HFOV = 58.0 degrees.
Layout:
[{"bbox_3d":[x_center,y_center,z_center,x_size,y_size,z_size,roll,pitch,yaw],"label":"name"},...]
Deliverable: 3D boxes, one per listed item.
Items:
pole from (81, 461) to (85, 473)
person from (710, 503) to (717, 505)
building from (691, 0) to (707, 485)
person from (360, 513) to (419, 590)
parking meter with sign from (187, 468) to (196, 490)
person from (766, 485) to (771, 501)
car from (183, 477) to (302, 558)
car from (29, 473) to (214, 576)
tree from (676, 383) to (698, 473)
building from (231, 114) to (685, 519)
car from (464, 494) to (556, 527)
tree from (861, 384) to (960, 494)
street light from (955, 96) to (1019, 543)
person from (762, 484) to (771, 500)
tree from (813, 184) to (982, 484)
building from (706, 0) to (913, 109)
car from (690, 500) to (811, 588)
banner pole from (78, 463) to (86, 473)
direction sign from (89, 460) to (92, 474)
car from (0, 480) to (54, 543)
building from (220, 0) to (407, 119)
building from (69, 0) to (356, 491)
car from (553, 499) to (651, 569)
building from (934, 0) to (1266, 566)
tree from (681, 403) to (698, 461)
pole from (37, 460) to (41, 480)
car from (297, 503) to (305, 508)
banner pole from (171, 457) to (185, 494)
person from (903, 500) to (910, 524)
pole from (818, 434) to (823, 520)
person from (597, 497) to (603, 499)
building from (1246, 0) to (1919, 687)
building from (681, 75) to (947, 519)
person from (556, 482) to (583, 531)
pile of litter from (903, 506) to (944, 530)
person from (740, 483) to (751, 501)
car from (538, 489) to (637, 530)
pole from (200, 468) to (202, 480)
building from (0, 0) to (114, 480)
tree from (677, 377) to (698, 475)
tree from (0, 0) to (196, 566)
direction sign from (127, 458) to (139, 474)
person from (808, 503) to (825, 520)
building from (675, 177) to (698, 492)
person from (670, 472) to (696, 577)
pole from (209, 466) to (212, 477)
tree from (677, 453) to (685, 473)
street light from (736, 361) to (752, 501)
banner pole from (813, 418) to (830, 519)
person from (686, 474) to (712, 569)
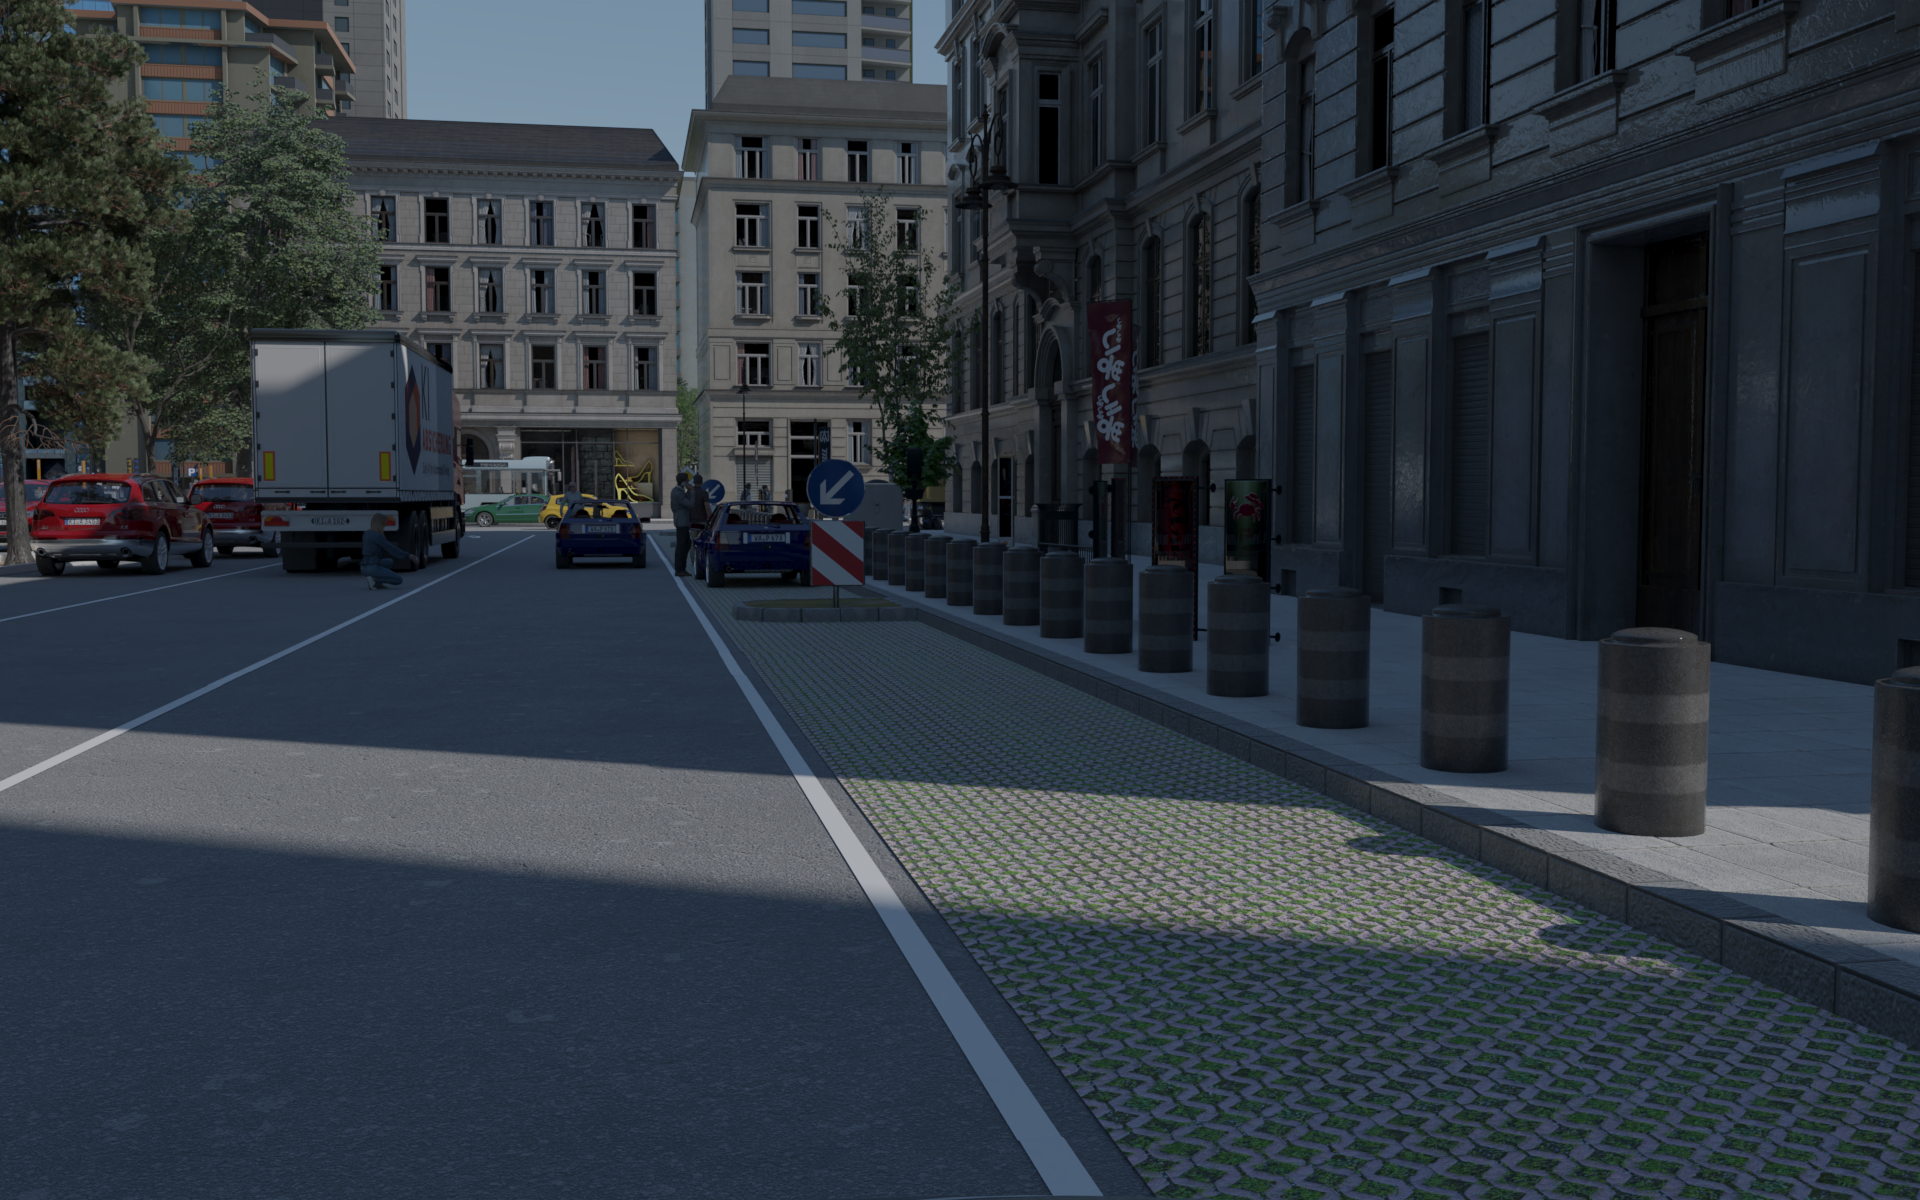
[{"bbox_3d":[-53.559,-6.851,105.859,0.158,3.312,0.155,0,3,0],"label":"pole"},{"bbox_3d":[-11.957,-4.353,82.900,0.697,1.427,0.421,-1,4,-10],"label":"person"},{"bbox_3d":[-21.279,-46.811,203.609,20.563,71.187,20.611,-1,4,-11],"label":"building"},{"bbox_3d":[-8.740,-0.745,26.187,0.738,1.151,1.012,-3,5,-41],"label":"person"},{"bbox_3d":[-51.475,-7.353,116.481,0.543,3.016,1.738,-1,4,-14],"label":"parking meter with sign"},{"bbox_3d":[-7.925,-3.787,70.643,0.641,1.798,0.478,-1,4,-16],"label":"person"},{"bbox_3d":[-16.589,-1.932,40.261,2.281,1.827,5.304,-1,4,-10],"label":"car"},{"bbox_3d":[-15.386,-1.428,32.029,2.281,1.827,5.304,-1,4,-9],"label":"car"},{"bbox_3d":[-25.209,-14.101,156.306,9.928,11.665,9.643,0,3,0],"label":"tree"},{"bbox_3d":[-34.847,-14.597,89.571,40.483,20.767,10.553,-1,4,-11],"label":"building"},{"bbox_3d":[-19.307,-3.920,75.885,4.920,1.459,2.131,-1,4,-13],"label":"car"},{"bbox_3d":[-0.739,-2.204,30.640,1.663,3.219,1.824,0,3,0],"label":"tree"},{"bbox_3d":[0.302,-2.929,20.682,0.468,5.910,1.993,-1,4,-11],"label":"street light"},{"bbox_3d":[-7.551,-3.580,67.220,0.473,1.802,0.592,0,4,3],"label":"person"},{"bbox_3d":[-1.561,-5.560,41.272,4.737,8.622,4.395,0,3,0],"label":"tree"},{"bbox_3d":[-15.572,-39.005,179.735,21.231,58.520,28.212,-1,4,-11],"label":"building"},{"bbox_3d":[-3.324,-0.934,27.851,1.945,1.354,3.894,-1,4,-13],"label":"car"},{"bbox_3d":[-65.694,-8.548,129.770,0.401,3.779,0.863,1,4,21],"label":"banner pole"},{"bbox_3d":[-53.552,-7.017,106.723,0.379,3.537,0.876,-3,4,-37],"label":"direction sign"},{"bbox_3d":[-23.920,-2.202,44.679,2.281,1.827,5.304,-1,4,-12],"label":"car"},{"bbox_3d":[-73.485,-46.233,194.166,20.611,71.187,20.563,-1,4,-11],"label":"building"},{"bbox_3d":[-67.187,-30.735,157.138,22.147,44.769,28.867,-1,4,-11],"label":"building"},{"bbox_3d":[-7.168,-1.350,34.650,1.945,1.354,3.894,-1,4,-11],"label":"car"},{"bbox_3d":[7.762,-13.600,41.446,14.460,24.649,34.723,-1,4,-11],"label":"building"},{"bbox_3d":[-18.598,-10.887,128.363,4.360,8.622,3.978,0,3,0],"label":"tree"},{"bbox_3d":[-54.593,-6.658,102.704,0.158,3.312,0.155,0,3,0],"label":"pole"},{"bbox_3d":[-27.453,-3.757,73.431,4.499,1.417,2.014,-1,4,-12],"label":"car"},{"bbox_3d":[-44.137,-6.599,97.908,0.863,3.779,0.401,-1,4,-21],"label":"banner pole"},{"bbox_3d":[-2.814,-4.290,84.139,1.012,1.151,0.738,-3,5,-42],"label":"person"},{"bbox_3d":[-4.758,-3.996,59.184,0.158,3.312,0.155,0,3,0],"label":"pole"},{"bbox_3d":[-11.329,-2.539,53.926,0.435,1.345,0.340,-1,4,-15],"label":"person"},{"bbox_3d":[10.147,-10.114,14.509,9.793,20.994,18.267,-1,4,-11],"label":"building"},{"bbox_3d":[-0.335,-16.238,98.774,30.059,22.955,16.112,-1,4,-11],"label":"building"},{"bbox_3d":[-10.620,-2.341,47.269,0.782,1.767,0.515,-2,4,-30],"label":"person"},{"bbox_3d":[-1.326,-2.937,61.986,1.719,0.858,1.176,-1,4,-14],"label":"pile of litter"},{"bbox_3d":[-7.718,-3.305,62.638,0.850,1.850,0.679,0,4,-1],"label":"person"},{"bbox_3d":[-15.111,-3.683,70.445,3.980,1.641,2.015,-1,4,-9],"label":"car"},{"bbox_3d":[-59.700,-8.712,136.280,0.158,3.312,0.155,0,3,0],"label":"pole"},{"bbox_3d":[-99.007,-53.515,187.647,31.000,86.520,22.319,-1,4,-11],"label":"building"},{"bbox_3d":[-27.980,-15.266,167.729,7.486,12.596,7.792,0,3,0],"label":"tree"},{"bbox_3d":[-18.865,-6.708,34.196,6.751,12.117,7.091,0,3,0],"label":"tree"},{"bbox_3d":[-51.835,-7.132,108.598,0.379,3.537,0.876,1,4,22],"label":"direction sign"},{"bbox_3d":[-6.372,-4.146,76.781,0.782,1.767,0.515,-2,4,-34],"label":"person"},{"bbox_3d":[-49.781,-38.900,255.628,30.456,49.044,23.786,-1,4,-11],"label":"building"},{"bbox_3d":[-4.795,-1.306,30.031,0.473,1.802,0.592,0,4,-5],"label":"person"},{"bbox_3d":[-53.833,-7.993,124.534,0.158,3.312,0.155,0,3,0],"label":"pole"},{"bbox_3d":[-37.382,-17.329,217.738,7.601,10.594,8.767,0,4,4],"label":"tree"},{"bbox_3d":[-7.496,-5.344,60.163,0.468,5.910,1.993,-1,4,-11],"label":"street light"},{"bbox_3d":[-4.580,-4.100,57.052,0.863,3.779,0.401,2,4,34],"label":"banner pole"},{"bbox_3d":[-4.959,-1.496,33.095,0.598,1.807,0.434,2,4,34],"label":"person"}]
